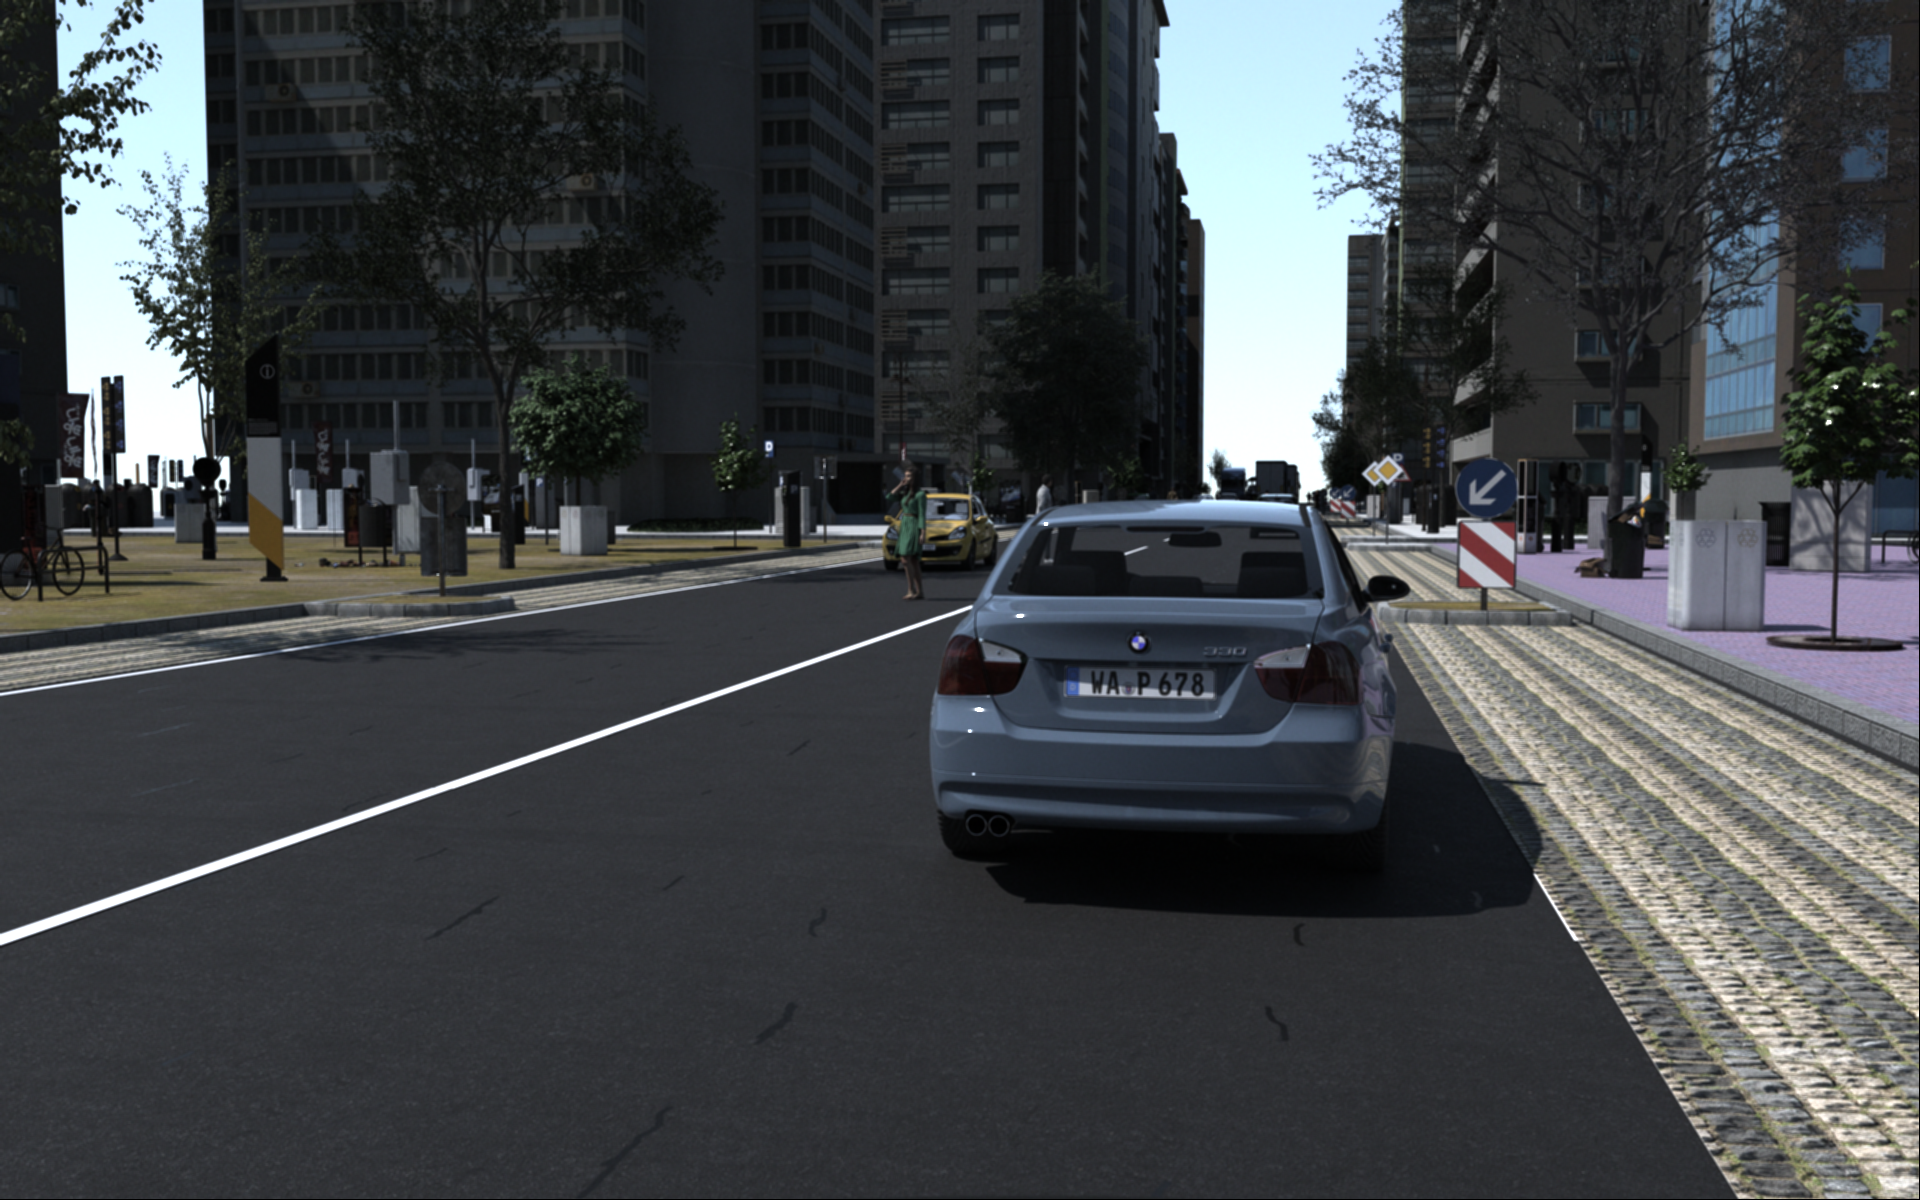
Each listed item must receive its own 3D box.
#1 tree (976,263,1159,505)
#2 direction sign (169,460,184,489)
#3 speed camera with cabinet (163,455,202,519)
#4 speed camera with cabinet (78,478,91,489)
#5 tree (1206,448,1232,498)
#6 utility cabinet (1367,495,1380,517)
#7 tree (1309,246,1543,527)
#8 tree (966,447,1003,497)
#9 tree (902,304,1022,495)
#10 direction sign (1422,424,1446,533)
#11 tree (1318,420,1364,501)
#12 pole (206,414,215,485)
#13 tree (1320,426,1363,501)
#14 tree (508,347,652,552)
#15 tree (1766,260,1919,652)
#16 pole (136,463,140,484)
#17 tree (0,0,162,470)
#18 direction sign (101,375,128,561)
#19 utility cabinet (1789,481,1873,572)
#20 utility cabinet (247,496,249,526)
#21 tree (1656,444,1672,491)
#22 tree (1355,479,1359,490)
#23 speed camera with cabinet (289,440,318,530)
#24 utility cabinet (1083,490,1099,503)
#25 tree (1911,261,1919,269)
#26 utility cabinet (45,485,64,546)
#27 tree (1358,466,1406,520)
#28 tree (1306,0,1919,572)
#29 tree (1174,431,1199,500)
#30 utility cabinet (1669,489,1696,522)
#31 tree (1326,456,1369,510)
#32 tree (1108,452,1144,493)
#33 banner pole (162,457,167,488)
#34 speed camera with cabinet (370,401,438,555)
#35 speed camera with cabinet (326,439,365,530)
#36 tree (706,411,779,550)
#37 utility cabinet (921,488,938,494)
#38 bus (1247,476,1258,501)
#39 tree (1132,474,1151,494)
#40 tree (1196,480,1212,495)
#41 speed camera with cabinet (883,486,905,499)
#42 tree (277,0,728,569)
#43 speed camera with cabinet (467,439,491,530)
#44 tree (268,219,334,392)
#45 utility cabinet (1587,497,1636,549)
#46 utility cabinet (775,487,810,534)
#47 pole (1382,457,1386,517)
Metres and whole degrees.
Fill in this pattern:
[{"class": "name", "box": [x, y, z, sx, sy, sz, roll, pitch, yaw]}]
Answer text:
[{"class": "tree", "box": [5.986, -11.525, 95.085, 9.857, 13.997, 8.962, 0, 3, 0]}, {"class": "direction sign", "box": [-51.697, -7.481, 114.316, 0.876, 3.537, 0.379, 0, 4, -6]}, {"class": "speed camera with cabinet", "box": [-39.327, -5.703, 87.587, 2.038, 3.252, 0.660, 1, 4, 22]}, {"class": "speed camera with cabinet", "box": [-49.479, -6.314, 97.562, 0.660, 3.252, 2.038, -1, 4, -13]}, {"class": "tree", "box": [42.755, -20.340, 282.913, 4.737, 8.622, 4.395, 0, 3, 0]}, {"class": "utility cabinet", "box": [23.342, -5.271, 97.341, 0.306, 1.237, 1.020, -3, 4, -36]}, {"class": "tree", "box": [18.257, -8.060, 66.186, 7.601, 10.594, 8.767, -3, 4, -37]}, {"class": "tree", "box": [0.659, -4.625, 70.221, 1.663, 3.219, 1.824, 0, 3, 0]}, {"class": "tree", "box": [0.187, -7.114, 66.675, 4.360, 8.622, 3.978, 0, 3, 0]}, {"class": "direction sign", "box": [15.415, -3.940, 56.415, 0.379, 3.537, 0.876, -3, 5, -40]}, {"class": "tree", "box": [38.047, -13.524, 171.477, 4.737, 8.622, 4.395, 0, 3, 0]}, {"class": "pole", "box": [-19.070, -3.073, 44.093, 0.158, 3.312, 0.155, 0, 3, 0]}, {"class": "tree", "box": [39.620, -14.072, 180.444, 4.360, 8.622, 3.978, 0, 3, 0]}, {"class": "tree", "box": [-8.623, -3.388, 39.115, 4.285, 4.588, 4.351, 0, 3, 0]}, {"class": "tree", "box": [7.273, -1.212, 14.422, 1.663, 3.219, 1.824, 0, 3, 0]}, {"class": "pole", "box": [-54.292, -7.373, 114.385, 0.158, 3.312, 0.155, 0, 3, 0]}, {"class": "tree", "box": [-9.825, -4.000, 15.762, 4.737, 8.622, 4.395, 0, 3, 0]}, {"class": "direction sign", "box": [-16.264, -2.528, 33.324, 0.876, 3.537, 0.379, 3, 5, 39]}, {"class": "utility cabinet", "box": [14.374, -1.218, 28.587, 1.173, 1.500, 0.318, 3, 5, 45]}, {"class": "utility cabinet", "box": [-28.755, -3.649, 70.827, 0.306, 1.237, 1.020, 0, 4, 5]}, {"class": "tree", "box": [24.080, -3.854, 57.621, 1.663, 3.219, 1.824, 0, 3, 0]}, {"class": "tree", "box": [27.477, -7.509, 117.371, 1.663, 3.219, 1.824, 0, 3, 0]}, {"class": "speed camera with cabinet", "box": [-23.820, -4.191, 62.853, 0.660, 3.252, 2.038, -2, 4, -31]}, {"class": "utility cabinet", "box": [7.881, -5.833, 104.053, 0.318, 1.500, 1.173, 3, 5, 44]}, {"class": "tree", "box": [21.830, -5.202, 35.408, 4.737, 8.622, 4.395, 0, 3, 0]}, {"class": "utility cabinet", "box": [-22.579, -2.055, 42.276, 1.173, 1.500, 0.318, -1, 4, -14]}, {"class": "tree", "box": [21.381, -5.648, 86.948, 1.663, 3.219, 1.824, 0, 3, 0]}, {"class": "tree", "box": [11.028, -7.234, 28.650, 12.009, 13.543, 11.850, 0, 3, 0]}, {"class": "tree", "box": [25.971, -15.410, 202.311, 4.360, 8.622, 3.978, 0, 3, 0]}, {"class": "utility cabinet", "box": [27.103, -3.441, 64.935, 1.173, 1.500, 0.318, -2, 4, -32]}, {"class": "tree", "box": [32.652, -9.798, 143.908, 4.285, 4.588, 4.351, 0, 3, 0]}, {"class": "tree", "box": [11.857, -8.673, 125.509, 4.285, 4.588, 4.351, 0, 3, 0]}, {"class": "banner pole", "box": [-53.109, -7.686, 115.690, 0.863, 3.779, 0.401, 3, 5, 44]}, {"class": "speed camera with cabinet", "box": [-11.963, -2.635, 37.420, 0.660, 3.252, 2.038, 1, 4, 11]}, {"class": "speed camera with cabinet", "box": [-22.001, -4.140, 62.029, 0.660, 3.252, 2.038, 0, 4, 4]}, {"class": "tree", "box": [-5.215, -2.775, 39.976, 1.663, 3.219, 1.824, 0, 3, 0]}, {"class": "utility cabinet", "box": [-1.439, -3.494, 65.807, 1.173, 1.500, 0.318, 0, 4, -3]}, {"class": "bus", "box": [41.960, -15.435, 243.906, 2.896, 3.916, 12.252, 1, 4, 13]}, {"class": "tree", "box": [14.798, -8.971, 141.275, 1.663, 3.219, 1.824, 0, 3, 0]}, {"class": "tree", "box": [31.626, -14.240, 227.420, 1.663, 3.219, 1.824, 0, 3, 0]}, {"class": "speed camera with cabinet", "box": [-3.737, -6.044, 93.150, 2.038, 3.252, 0.660, 1, 4, 23]}, {"class": "tree", "box": [-7.665, -5.832, 29.766, 8.767, 10.594, 7.601, 1, 4, 15]}, {"class": "speed camera with cabinet", "box": [-16.803, -4.124, 61.770, 2.038, 3.252, 0.660, 3, 5, 44]}, {"class": "tree", "box": [-16.253, -5.357, 37.943, 4.737, 8.622, 4.395, 0, 3, 0]}, {"class": "utility cabinet", "box": [15.136, -1.778, 40.236, 1.020, 1.237, 0.306, 2, 4, 24]}, {"class": "utility cabinet", "box": [-5.313, -2.819, 54.770, 1.173, 1.500, 0.318, 2, 4, 34]}, {"class": "pole", "box": [23.208, -6.179, 94.873, 0.158, 3.312, 0.155, 0, 3, 0]}]
